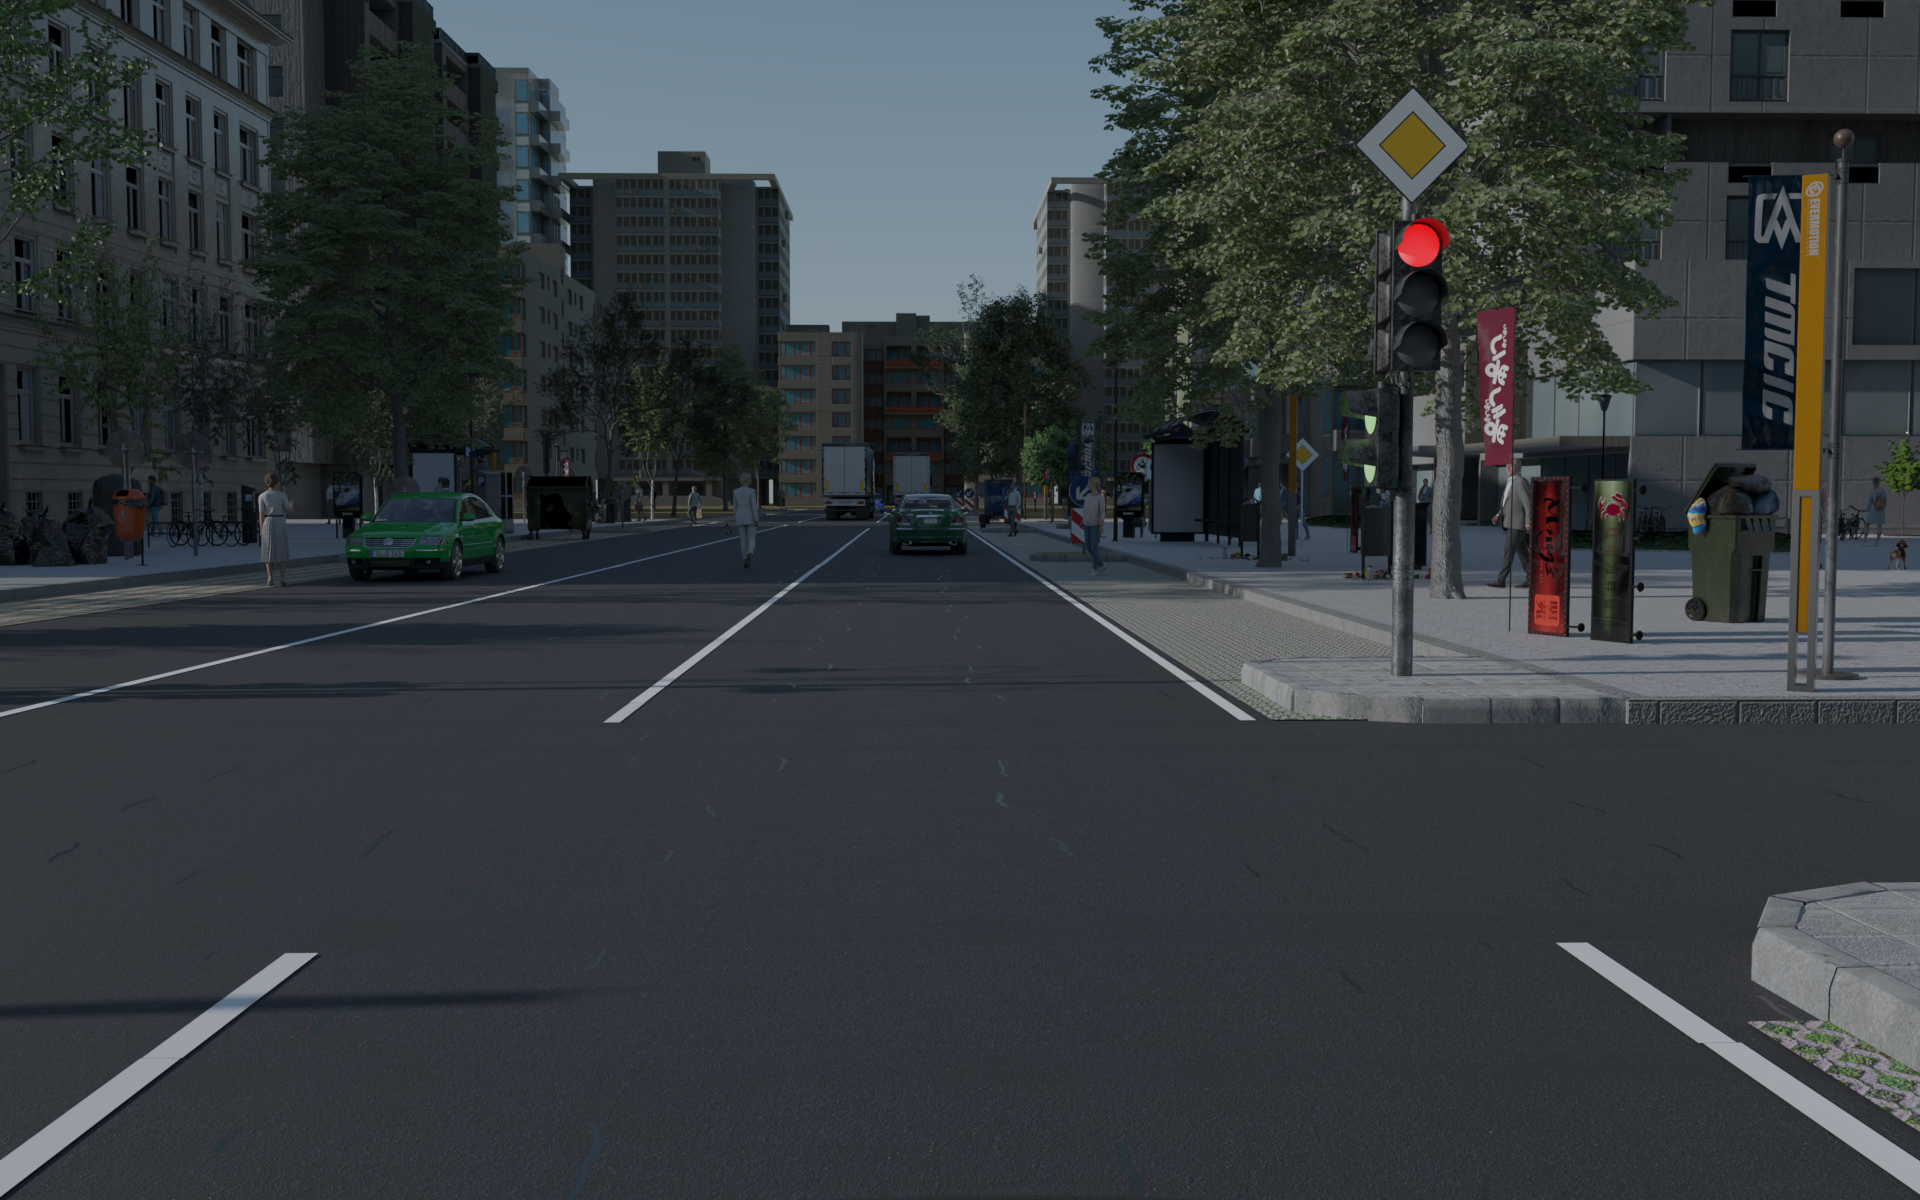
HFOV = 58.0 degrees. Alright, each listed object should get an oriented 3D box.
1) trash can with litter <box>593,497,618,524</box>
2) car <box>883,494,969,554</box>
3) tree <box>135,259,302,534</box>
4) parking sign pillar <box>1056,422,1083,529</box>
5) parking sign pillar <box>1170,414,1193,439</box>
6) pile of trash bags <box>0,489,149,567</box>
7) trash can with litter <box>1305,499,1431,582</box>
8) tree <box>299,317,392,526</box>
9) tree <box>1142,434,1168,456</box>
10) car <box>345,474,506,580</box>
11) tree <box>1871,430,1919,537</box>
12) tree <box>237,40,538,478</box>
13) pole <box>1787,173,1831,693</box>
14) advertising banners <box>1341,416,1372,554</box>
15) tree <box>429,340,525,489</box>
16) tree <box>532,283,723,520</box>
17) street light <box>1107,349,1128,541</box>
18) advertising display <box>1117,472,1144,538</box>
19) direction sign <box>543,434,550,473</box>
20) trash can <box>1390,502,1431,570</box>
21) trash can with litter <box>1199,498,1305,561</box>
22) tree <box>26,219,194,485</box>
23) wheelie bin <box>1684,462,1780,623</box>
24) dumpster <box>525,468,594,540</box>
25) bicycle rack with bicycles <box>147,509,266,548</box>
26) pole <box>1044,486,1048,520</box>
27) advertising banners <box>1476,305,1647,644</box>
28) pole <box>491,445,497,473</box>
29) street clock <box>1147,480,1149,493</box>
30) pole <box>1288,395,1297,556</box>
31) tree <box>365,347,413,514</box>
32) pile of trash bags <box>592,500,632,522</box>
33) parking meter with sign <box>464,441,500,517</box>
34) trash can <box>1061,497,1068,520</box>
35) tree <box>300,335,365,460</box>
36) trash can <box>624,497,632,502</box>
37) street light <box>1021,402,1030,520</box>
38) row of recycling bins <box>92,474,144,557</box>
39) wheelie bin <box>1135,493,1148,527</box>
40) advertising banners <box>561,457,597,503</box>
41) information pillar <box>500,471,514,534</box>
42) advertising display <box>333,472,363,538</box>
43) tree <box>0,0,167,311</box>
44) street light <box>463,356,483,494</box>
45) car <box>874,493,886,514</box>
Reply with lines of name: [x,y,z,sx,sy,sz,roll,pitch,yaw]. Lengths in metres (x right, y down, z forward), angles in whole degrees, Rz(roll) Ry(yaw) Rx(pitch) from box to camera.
trash can with litter: [-15.461,-3.933,75.692,0.624,1.170,1.055,3,5,42]
car: [-0.814,-1.882,42.566,2.131,1.459,4.920,0,4,-3]
tree: [-24.108,-6.422,55.367,4.360,8.622,3.978,0,3,0]
parking sign pillar: [4.297,-4.632,64.202,1.447,3.967,1.447,1,4,12]
parking sign pillar: [7.700,-4.263,58.167,1.447,3.967,1.447,-1,4,-17]
pile of trash bags: [-16.064,-1.318,31.308,3.447,1.369,1.912,1,4,20]
trash can with litter: [6.717,-0.934,26.329,2.233,1.210,1.678,-2,4,-26]
tree: [-24.480,-7.296,69.651,4.737,8.622,4.395,0,3,0]
tree: [10.492,-6.232,85.600,4.285,4.588,4.351,0,3,0]
car: [-9.247,-1.309,30.202,1.959,1.807,4.718,0,4,-1]
tree: [28.687,-3.545,52.561,1.663,3.219,1.824,0,3,0]
tree: [-14.409,-7.681,43.710,7.486,12.596,7.792,0,3,0]
pole: [5.485,-1.061,11.191,0.158,3.312,0.155,0,3,0]
advertising banners: [8.629,-2.546,37.809,0.090,3.025,2.074,0,4,-4]
tree: [-22.542,-7.989,80.988,4.360,8.622,3.978,0,3,0]
tree: [-15.346,-8.676,76.271,7.601,10.594,8.767,0,4,5]
street light: [4.229,-4.538,46.988,0.468,5.910,1.993,0,4,-1]
advertising display: [4.961,-2.787,50.777,0.974,1.923,0.123,3,4,38]
direction sign: [-15.570,-4.479,65.232,0.379,3.537,0.876,-2,4,-27]
trash can: [7.638,-1.090,29.482,0.748,1.137,0.748,0,3,0]
trash can with litter: [5.851,-1.395,33.862,1.678,1.210,2.233,-2,4,-31]
tree: [-22.180,-5.832,45.710,4.737,8.622,4.395,0,3,0]
wheelie bin: [7.803,-0.584,17.455,0.980,1.594,0.693,-2,4,-29]
dumpster: [-12.455,-2.994,53.909,1.985,2.255,1.502,0,4,-3]
bicycle rack with bicycles: [-18.329,-1.753,42.037,2.925,0.926,2.852,2,4,30]
pole: [4.301,-5.678,86.676,0.158,3.312,0.155,0,3,0]
advertising banners: [5.349,-1.187,15.600,0.090,3.025,2.074,-2,4,-25]
pole: [-19.361,-4.780,71.994,0.158,3.312,0.155,0,3,0]
street clock: [8.411,-4.357,75.802,0.358,2.002,0.471,-2,4,-28]
pole: [6.866,-2.563,35.748,0.158,3.312,0.155,0,3,0]
tree: [-27.099,-7.935,80.104,4.360,8.622,3.978,0,3,0]
pile of trash bags: [-16.565,-4.268,79.539,1.912,1.369,3.447,-3,5,-41]
parking meter with sign: [-15.658,-3.750,57.578,0.543,3.016,1.738,2,4,26]
trash can: [5.408,-4.573,86.425,0.748,1.137,0.748,0,3,0]
tree: [-25.112,-6.924,63.564,4.360,8.622,3.978,0,3,0]
trash can: [-16.847,-4.611,87.038,0.748,1.137,0.748,0,3,0]
street light: [3.264,-6.974,86.808,0.468,5.910,1.993,0,4,-1]
row of recycling bins: [-18.022,-1.832,37.065,1.069,1.692,3.534,-2,4,-26]
wheelie bin: [6.827,-3.602,66.807,0.693,1.594,0.980,1,4,21]
advertising banners: [-18.135,-5.272,82.378,2.074,3.025,0.090,2,4,28]
information pillar: [-14.722,-3.166,56.263,0.304,2.012,0.304,2,4,34]
advertising display: [-17.712,-2.748,50.144,0.974,1.923,0.123,1,4,21]
tree: [-14.856,-6.015,24.104,9.928,11.665,9.643,0,3,0]
street light: [-14.560,-4.821,51.609,0.468,5.910,1.993,0,4,-1]
car: [-6.447,-7.225,127.720,1.945,1.707,3.694,0,4,-3]
